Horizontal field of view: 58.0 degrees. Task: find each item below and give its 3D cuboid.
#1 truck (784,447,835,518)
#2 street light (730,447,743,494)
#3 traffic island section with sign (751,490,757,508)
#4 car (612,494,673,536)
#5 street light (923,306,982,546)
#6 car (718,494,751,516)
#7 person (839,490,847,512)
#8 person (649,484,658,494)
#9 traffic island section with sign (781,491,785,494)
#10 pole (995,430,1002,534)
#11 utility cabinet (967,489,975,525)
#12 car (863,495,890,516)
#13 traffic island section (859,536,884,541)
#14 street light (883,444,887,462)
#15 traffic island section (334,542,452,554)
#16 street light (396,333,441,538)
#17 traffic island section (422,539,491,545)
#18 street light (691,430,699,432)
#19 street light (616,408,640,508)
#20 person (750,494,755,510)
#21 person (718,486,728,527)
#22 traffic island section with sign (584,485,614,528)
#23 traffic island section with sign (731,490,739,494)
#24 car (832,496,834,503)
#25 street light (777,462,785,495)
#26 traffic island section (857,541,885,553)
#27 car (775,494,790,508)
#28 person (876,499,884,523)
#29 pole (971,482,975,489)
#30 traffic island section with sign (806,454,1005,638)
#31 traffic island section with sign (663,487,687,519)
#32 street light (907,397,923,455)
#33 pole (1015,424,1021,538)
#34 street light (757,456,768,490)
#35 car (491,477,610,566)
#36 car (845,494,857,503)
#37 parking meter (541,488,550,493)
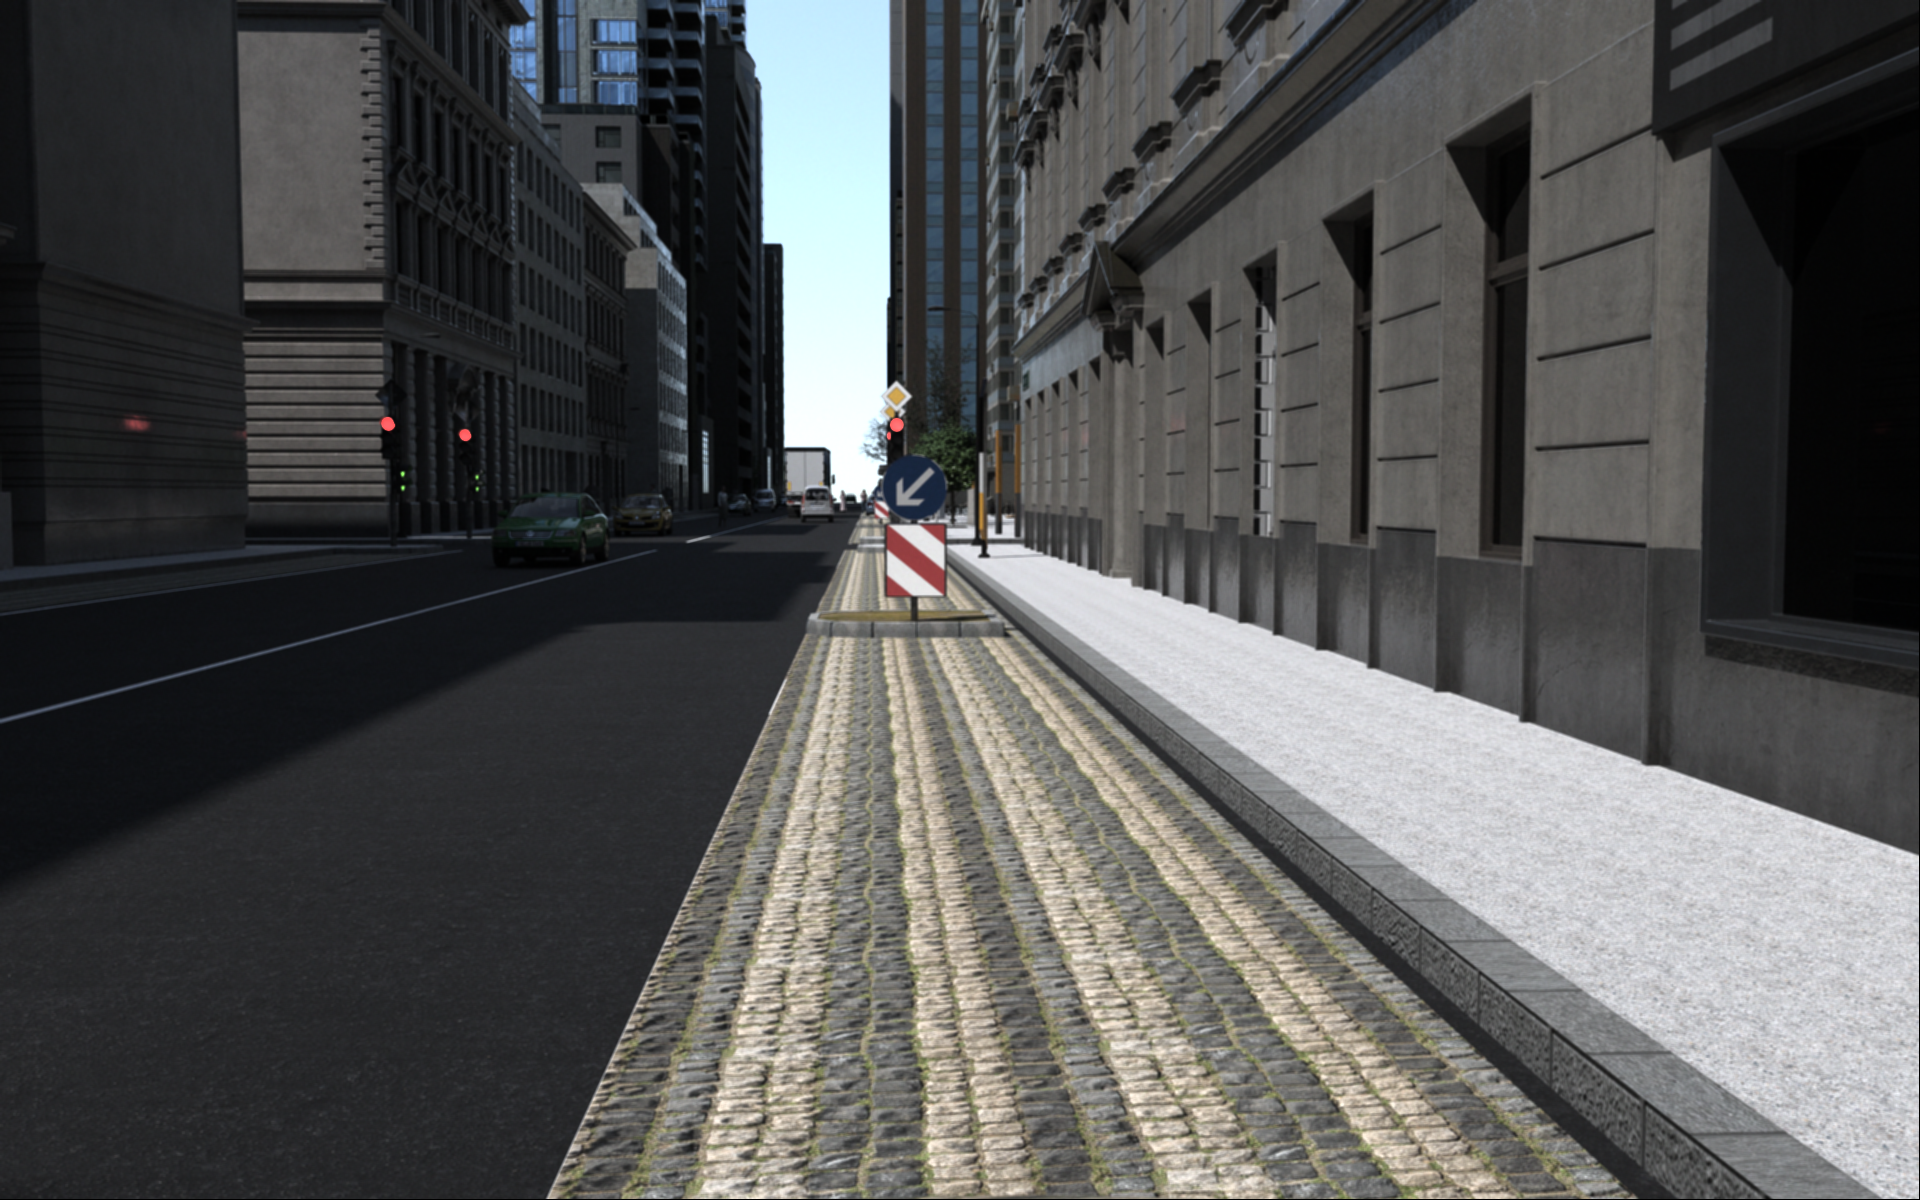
[{"bbox_3d":[-9.445,-7.337,108.865,2.839,4.237,11.283,0,4,-2],"label":"truck"},{"bbox_3d":[-21.843,-12.029,169.214,1.470,5.913,1.316,0,4,-3],"label":"street light"},{"bbox_3d":[-20.789,-10.310,177.189,1.989,1.847,2.006,0,4,-3],"label":"traffic island section with sign"},{"bbox_3d":[-11.025,-3.065,60.330,2.015,1.641,3.980,0,4,-4],"label":"car"},{"bbox_3d":[-0.106,-4.305,42.935,1.470,5.913,1.316,0,4,-3],"label":"street light"},{"bbox_3d":[-14.669,-6.189,112.991,2.131,1.459,4.920,0,4,-2],"label":"car"},{"bbox_3d":[-9.300,-7.833,137.232,0.621,1.740,0.551,0,4,1],"label":"person"},{"bbox_3d":[-11.750,-3.532,66.366,0.853,1.813,0.709,-2,4,-25],"label":"person"},{"bbox_3d":[-23.599,-13.670,232.125,1.989,1.847,2.006,0,4,-3],"label":"traffic island section with sign"},{"bbox_3d":[1.240,-3.764,55.382,0.158,3.312,0.155,0,3,0],"label":"pole"},{"bbox_3d":[0.560,-3.797,70.757,0.318,1.500,1.173,1,4,13],"label":"utility cabinet"},{"bbox_3d":[-5.014,-5.872,108.013,2.014,1.417,4.499,0,4,-3],"label":"car"},{"bbox_3d":[-1.953,-1.754,50.964,2.009,0.180,2.903,0,4,-3],"label":"traffic island section"},{"bbox_3d":[-6.068,-11.429,159.404,1.470,5.913,1.316,0,4,-3],"label":"street light"},{"bbox_3d":[-13.870,-1.228,42.364,2.009,0.180,2.903,0,4,-3],"label":"traffic island section"},{"bbox_3d":[-15.716,-4.750,50.204,1.470,5.913,1.316,0,4,-3],"label":"street light"},{"bbox_3d":[-14.278,-1.716,50.339,2.009,0.180,2.903,0,4,-3],"label":"traffic island section"},{"bbox_3d":[-19.730,-9.415,126.474,1.470,5.913,1.316,0,4,-3],"label":"street light"},{"bbox_3d":[-17.868,-7.373,93.086,1.470,5.913,1.316,0,4,-3],"label":"street light"},{"bbox_3d":[-18.830,-8.941,157.951,1.065,1.426,0.557,-3,5,-40],"label":"person"},{"bbox_3d":[-10.414,-4.107,75.877,0.478,1.798,0.641,-2,4,-25],"label":"person"},{"bbox_3d":[-15.425,-3.909,72.544,1.989,1.847,2.006,0,4,-3],"label":"traffic island section with sign"},{"bbox_3d":[-19.386,-8.633,149.783,1.989,1.847,2.006,0,4,-3],"label":"traffic island section with sign"},{"bbox_3d":[-20.588,-15.943,270.254,1.945,1.707,3.694,0,4,-3],"label":"car"},{"bbox_3d":[-26.070,-17.136,252.712,1.470,5.913,1.316,0,4,-3],"label":"street light"},{"bbox_3d":[-1.544,-1.267,42.989,2.009,0.180,2.903,0,4,-3],"label":"traffic island section"},{"bbox_3d":[-18.039,-10.110,177.095,2.131,1.459,4.920,0,4,-3],"label":"car"},{"bbox_3d":[-3.823,-4.591,83.903,0.444,1.785,0.601,-3,5,-42],"label":"person"},{"bbox_3d":[0.651,-5.524,84.153,0.158,3.312,0.155,0,3,0],"label":"pole"},{"bbox_3d":[-0.597,-0.578,18.079,1.989,1.847,2.006,0,4,-3],"label":"traffic island section with sign"},{"bbox_3d":[-16.839,-5.597,100.134,1.989,1.847,2.006,0,4,-3],"label":"traffic island section with sign"},{"bbox_3d":[-2.133,-6.699,82.066,1.470,5.913,1.316,0,4,-3],"label":"street light"},{"bbox_3d":[1.701,-3.486,50.845,0.158,3.312,0.155,0,3,0],"label":"pole"},{"bbox_3d":[-23.916,-14.494,209.514,1.470,5.913,1.316,0,4,-3],"label":"street light"},{"bbox_3d":[-8.403,-1.649,35.751,1.959,1.807,4.718,0,4,-2],"label":"car"},{"bbox_3d":[-17.015,-15.921,269.101,1.959,1.807,4.718,0,4,-4],"label":"car"},{"bbox_3d":[-17.256,-3.896,72.117,0.372,1.533,0.369,0,3,0],"label":"parking meter"}]
